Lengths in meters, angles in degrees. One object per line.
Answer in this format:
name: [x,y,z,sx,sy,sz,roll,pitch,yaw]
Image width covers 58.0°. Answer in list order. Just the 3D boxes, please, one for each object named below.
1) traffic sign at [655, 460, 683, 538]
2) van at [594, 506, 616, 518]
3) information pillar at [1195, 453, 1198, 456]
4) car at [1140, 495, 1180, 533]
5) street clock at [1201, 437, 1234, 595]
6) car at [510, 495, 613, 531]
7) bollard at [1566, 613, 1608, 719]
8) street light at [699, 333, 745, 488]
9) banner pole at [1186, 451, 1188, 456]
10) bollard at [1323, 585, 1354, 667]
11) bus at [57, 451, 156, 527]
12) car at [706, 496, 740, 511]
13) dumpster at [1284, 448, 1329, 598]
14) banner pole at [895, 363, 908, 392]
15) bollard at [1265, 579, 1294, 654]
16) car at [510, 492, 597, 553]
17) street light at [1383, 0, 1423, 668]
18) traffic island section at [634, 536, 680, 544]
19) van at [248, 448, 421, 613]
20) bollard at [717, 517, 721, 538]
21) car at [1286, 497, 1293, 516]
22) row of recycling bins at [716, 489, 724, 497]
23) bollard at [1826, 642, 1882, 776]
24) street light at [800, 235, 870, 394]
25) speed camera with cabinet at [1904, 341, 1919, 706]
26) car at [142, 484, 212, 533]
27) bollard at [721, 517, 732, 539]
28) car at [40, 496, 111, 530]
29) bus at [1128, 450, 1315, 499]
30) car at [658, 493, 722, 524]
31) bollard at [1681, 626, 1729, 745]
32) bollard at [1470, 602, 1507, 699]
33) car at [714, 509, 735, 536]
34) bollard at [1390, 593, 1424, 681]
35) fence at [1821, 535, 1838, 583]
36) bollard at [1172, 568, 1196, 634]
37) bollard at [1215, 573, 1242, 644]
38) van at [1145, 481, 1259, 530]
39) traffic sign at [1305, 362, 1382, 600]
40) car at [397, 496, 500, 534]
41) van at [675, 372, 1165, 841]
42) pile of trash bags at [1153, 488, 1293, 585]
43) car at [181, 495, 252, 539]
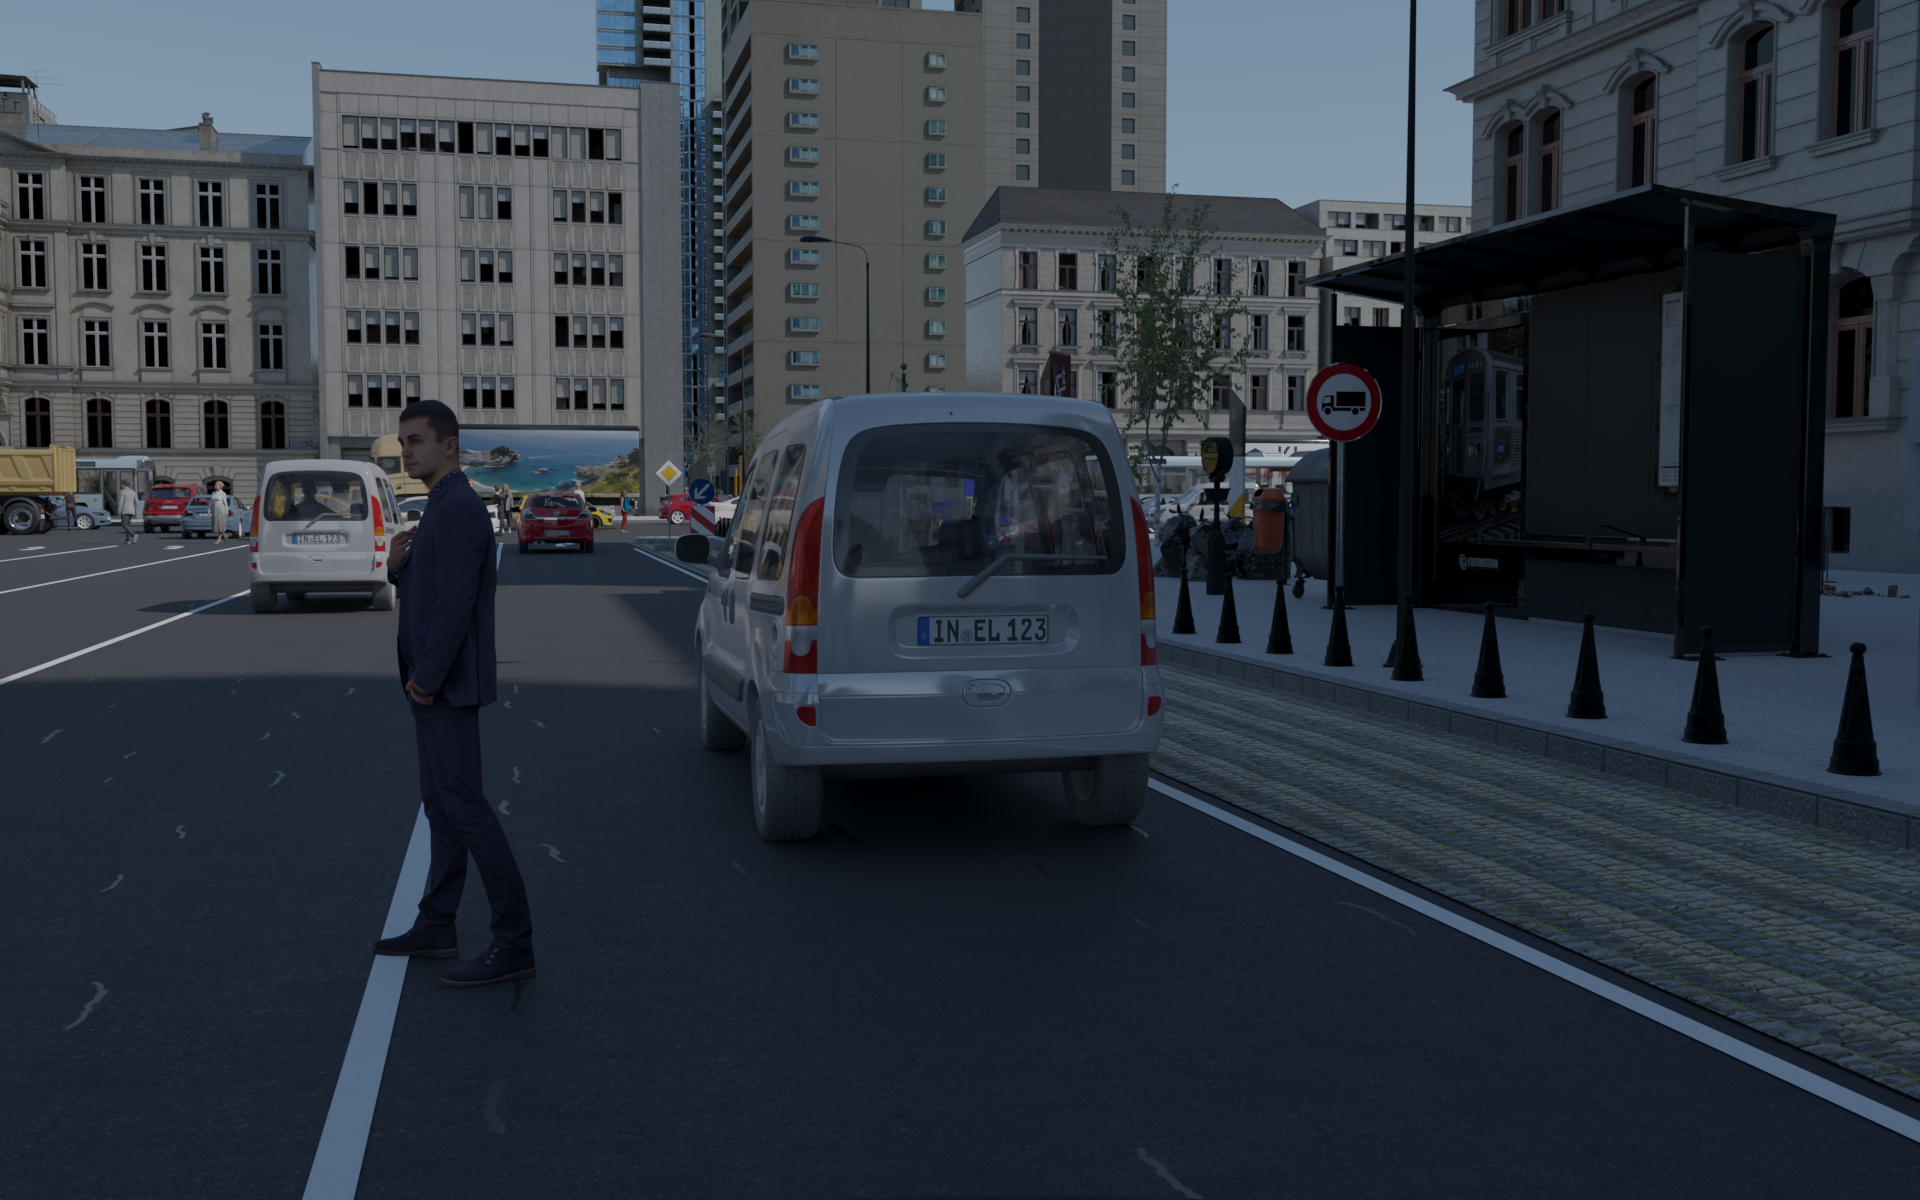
traffic sign: [-8.496,-2.871,50.591,0.795,2.450,0.064,-1,4,-14]
van: [-17.406,-4.275,76.907,4.112,2.044,2.013,-1,4,-16]
information pillar: [13.342,-6.493,97.507,0.183,3.616,0.504,-1,4,-14]
car: [8.058,-3.189,64.135,4.499,1.417,2.014,-1,4,-15]
street clock: [3.262,-1.066,22.004,0.358,2.002,0.471,-1,4,-19]
car: [-15.754,-3.559,68.408,3.980,1.641,2.015,-1,4,-16]
bollard: [3.606,0.373,9.949,0.229,0.601,0.229,0,3,0]
street light: [-6.834,-4.755,50.285,1.470,5.913,1.316,-1,4,-14]
banner pole: [13.242,-6.764,100.614,0.401,3.779,0.863,0,4,-3]
bollard: [2.834,0.189,12.948,0.229,0.601,0.229,0,3,0]
bus: [-41.822,-4.987,76.405,13.247,3.499,2.948,-1,4,-16]
car: [-9.202,-4.032,78.288,4.827,1.381,2.083,-1,4,-14]
dumpster: [4.837,-0.916,20.742,1.264,1.857,1.865,-1,4,-14]
banner pole: [-1.123,-2.631,33.029,0.401,3.779,0.863,1,4,12]
bollard: [2.578,0.128,13.946,0.229,0.601,0.229,0,3,0]
car: [-10.163,-2.101,43.396,2.155,1.783,4.494,-1,4,-15]
street light: [2.777,-2.450,12.604,1.470,5.913,1.316,-1,4,-14]
traffic island section: [-8.475,-1.737,50.673,2.009,0.180,2.903,-1,4,-14]
van: [-8.075,-0.944,22.443,2.013,2.044,4.112,-1,4,-13]
bollard: [-6.936,-2.134,50.933,0.229,0.601,0.229,0,3,0]
car: [13.016,-3.383,67.887,3.894,1.354,1.945,-1,4,-13]
row of recycling bins: [-20.670,-8.125,139.963,3.534,1.692,1.069,-3,5,-39]
bollard: [4.119,0.494,7.959,0.229,0.601,0.229,0,3,0]
street light: [-2.198,-3.600,31.401,1.470,5.913,1.316,-1,4,-14]
speed camera with cabinet: [5.897,-0.930,9.534,0.660,3.252,2.038,1,4,9]
car: [-29.241,-3.447,65.034,2.281,1.827,5.304,-1,4,-15]
bollard: [-6.681,-2.073,49.931,0.229,0.601,0.229,0,3,0]
car: [-36.584,-3.519,69.534,4.499,1.417,2.014,-1,4,-13]
bus: [9.689,-4.696,71.647,13.247,3.499,2.948,-1,4,-16]
car: [-12.138,-4.507,82.737,4.494,1.783,2.155,-1,4,-16]
bollard: [3.860,0.434,8.953,0.229,0.601,0.229,0,3,0]
bollard: [3.349,0.311,10.955,0.229,0.601,0.229,0,3,0]
car: [-6.404,-2.755,57.414,4.827,1.381,2.083,-1,4,-15]
bollard: [3.091,0.250,11.949,0.229,0.601,0.229,0,3,0]
fence: [12.773,-0.650,25.995,0.278,0.683,2.069,1,4,13]
bollard: [2.065,0.006,15.940,0.229,0.601,0.229,0,3,0]
bollard: [2.320,0.067,14.945,0.229,0.601,0.229,0,3,0]
van: [8.555,-3.301,60.976,4.112,2.044,2.013,-1,4,-14]
traffic sign: [3.705,-1.023,16.840,0.768,2.556,0.104,0,4,-8]
car: [-16.340,-2.429,52.071,4.827,1.381,2.083,-1,4,-16]
van: [-0.365,-0.101,8.657,2.013,2.044,4.112,-1,4,-13]
pile of trash bags: [4.118,-0.981,25.791,1.912,1.369,3.447,-1,4,-11]
car: [-24.319,-2.736,56.728,2.014,1.417,4.499,-1,4,-15]
